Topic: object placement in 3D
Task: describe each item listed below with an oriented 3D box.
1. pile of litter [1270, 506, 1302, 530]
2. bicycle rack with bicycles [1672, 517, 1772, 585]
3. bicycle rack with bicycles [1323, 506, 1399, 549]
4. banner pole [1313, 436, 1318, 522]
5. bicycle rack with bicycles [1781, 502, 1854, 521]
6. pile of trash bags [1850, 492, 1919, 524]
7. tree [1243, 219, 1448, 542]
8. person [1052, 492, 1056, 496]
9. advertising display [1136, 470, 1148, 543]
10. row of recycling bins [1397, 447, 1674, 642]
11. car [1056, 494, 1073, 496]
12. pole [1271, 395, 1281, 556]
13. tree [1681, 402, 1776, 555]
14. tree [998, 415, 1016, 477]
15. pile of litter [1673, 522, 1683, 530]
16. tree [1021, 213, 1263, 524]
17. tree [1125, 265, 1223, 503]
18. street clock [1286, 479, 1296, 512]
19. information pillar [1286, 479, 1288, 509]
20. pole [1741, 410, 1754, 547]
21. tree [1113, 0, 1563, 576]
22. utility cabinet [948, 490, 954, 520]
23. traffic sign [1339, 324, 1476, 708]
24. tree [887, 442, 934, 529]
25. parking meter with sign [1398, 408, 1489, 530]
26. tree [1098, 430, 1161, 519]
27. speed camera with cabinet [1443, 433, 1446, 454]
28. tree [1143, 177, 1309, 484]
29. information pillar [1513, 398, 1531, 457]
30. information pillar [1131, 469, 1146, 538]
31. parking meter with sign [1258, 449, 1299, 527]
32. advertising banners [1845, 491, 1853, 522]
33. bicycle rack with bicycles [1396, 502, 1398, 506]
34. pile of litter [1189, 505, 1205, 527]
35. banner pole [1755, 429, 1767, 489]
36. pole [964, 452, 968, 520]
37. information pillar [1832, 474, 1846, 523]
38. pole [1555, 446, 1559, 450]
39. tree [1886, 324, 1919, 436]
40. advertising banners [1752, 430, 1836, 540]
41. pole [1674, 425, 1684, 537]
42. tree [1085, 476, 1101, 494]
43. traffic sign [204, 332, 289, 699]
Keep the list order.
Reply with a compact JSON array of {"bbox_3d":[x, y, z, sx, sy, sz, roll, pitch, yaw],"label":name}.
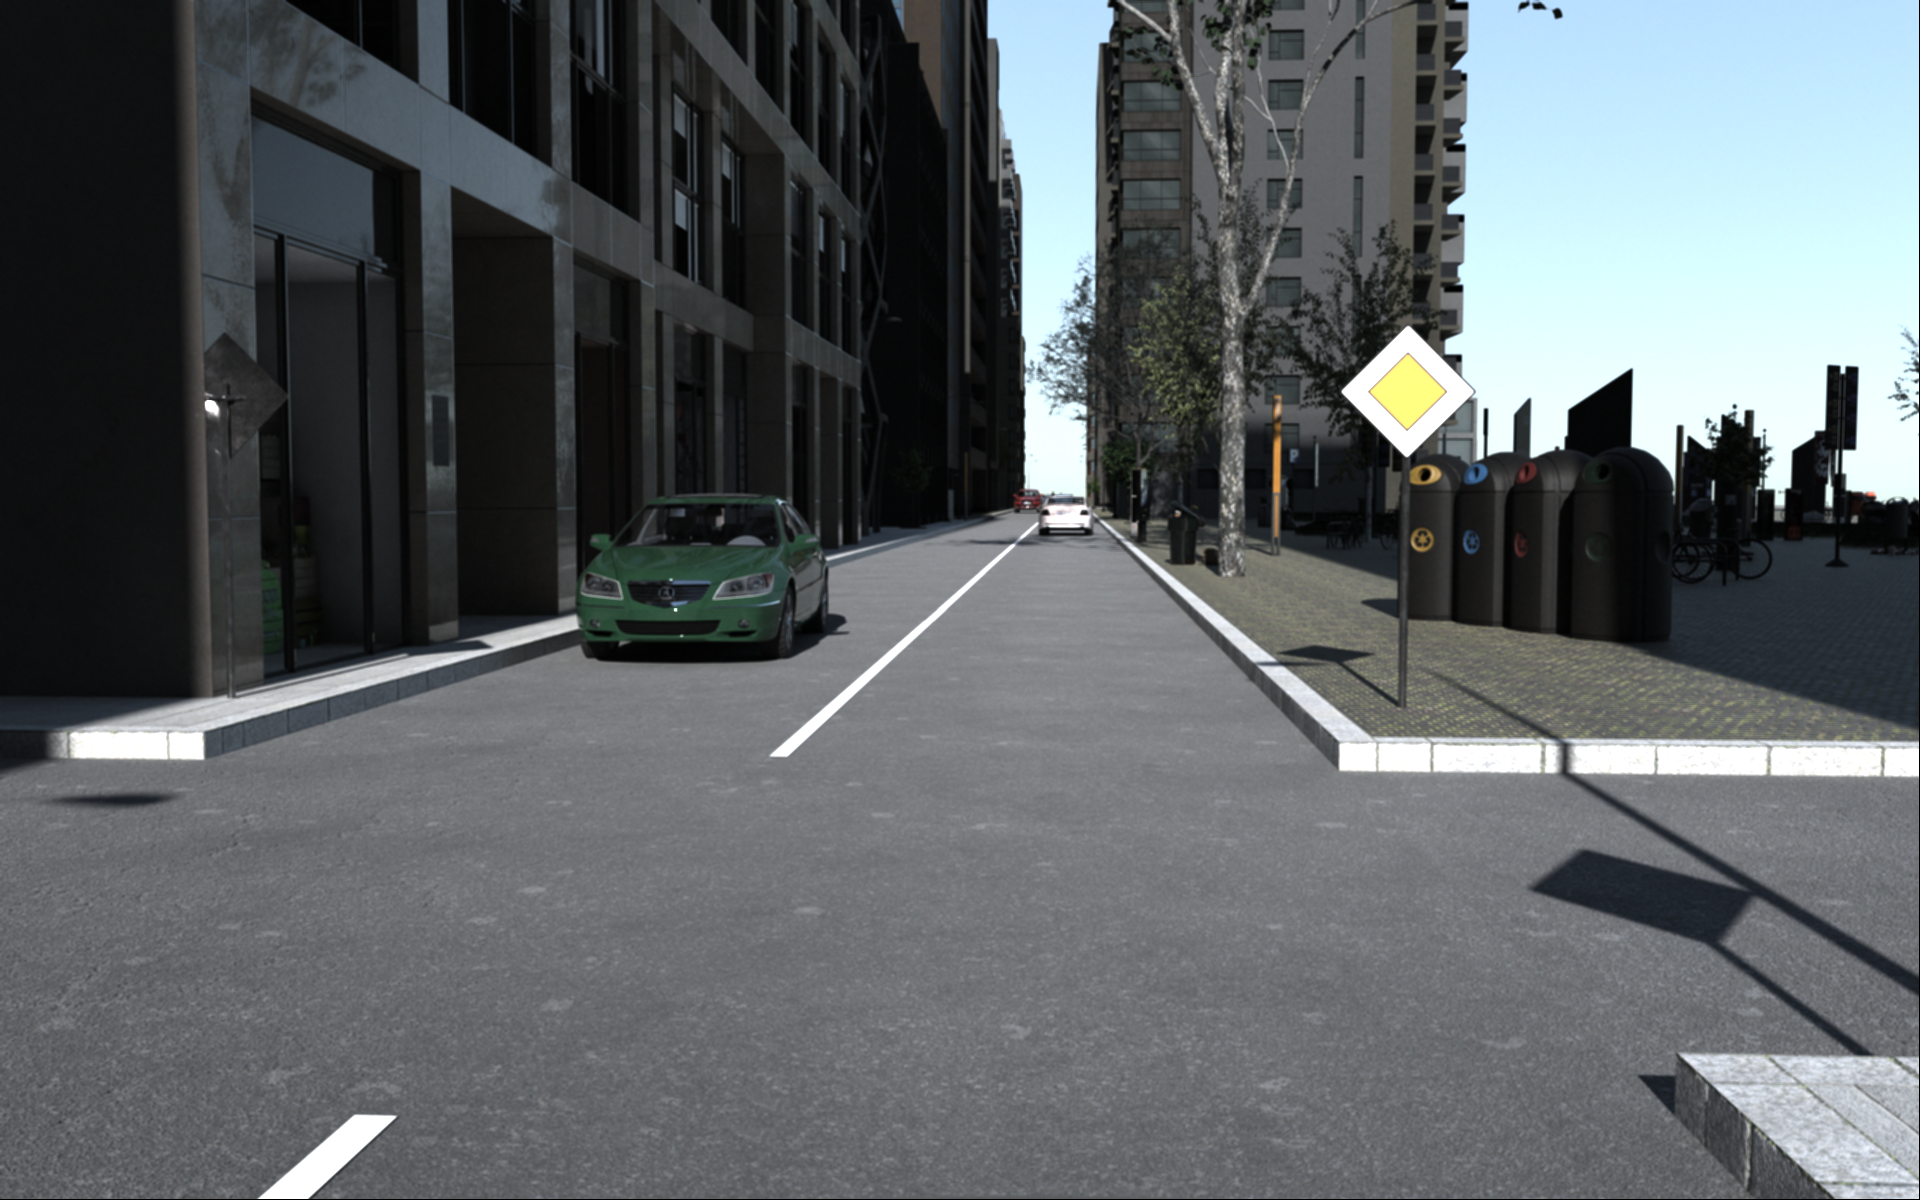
[{"bbox_3d":[11.756,-2.917,61.659,1.176,0.858,1.719,-1,4,-12],"label":"pile of litter"},{"bbox_3d":[10.338,-0.754,25.703,2.925,0.926,2.852,2,4,31],"label":"bicycle rack with bicycles"},{"bbox_3d":[9.678,-1.684,40.923,2.852,0.926,2.925,2,4,34],"label":"bicycle rack with bicycles"},{"bbox_3d":[15.329,-5.176,74.644,0.401,3.779,0.863,2,4,26],"label":"banner pole"},{"bbox_3d":[40.018,-4.146,81.170,2.925,0.926,2.852,3,5,40],"label":"bicycle rack with bicycles"},{"bbox_3d":[39.476,-3.949,74.320,1.912,1.369,3.447,1,4,10],"label":"pile of trash bags"},{"bbox_3d":[10.708,-5.861,46.188,4.737,8.622,4.395,0,3,0],"label":"tree"},{"bbox_3d":[13.030,-14.346,243.067,1.348,1.822,0.705,-2,4,-30],"label":"person"},{"bbox_3d":[4.827,-2.488,45.892,0.123,1.923,0.974,1,4,18],"label":"advertising display"},{"bbox_3d":[5.442,-0.582,16.629,1.069,1.692,3.534,-1,4,-20],"label":"row of recycling bins"},{"bbox_3d":[7.066,-6.564,117.109,2.009,1.686,4.222,0,4,4],"label":"car"},{"bbox_3d":[6.557,-2.573,35.906,0.158,3.312,0.155,0,3,0],"label":"pole"},{"bbox_3d":[16.385,-2.566,36.559,1.663,3.219,1.824,0,3,0],"label":"tree"},{"bbox_3d":[3.367,-12.931,161.788,4.737,8.622,4.395,0,3,0],"label":"tree"},{"bbox_3d":[24.345,-2.822,60.107,1.719,0.858,1.176,0,4,4],"label":"pile of litter"},{"bbox_3d":[7.873,-10.072,75.043,12.009,13.543,11.850,0,3,0],"label":"tree"},{"bbox_3d":[7.472,-6.511,56.812,4.737,8.622,4.395,0,3,0],"label":"tree"},{"bbox_3d":[15.744,-4.762,82.425,0.471,2.002,0.358,2,4,27],"label":"street clock"},{"bbox_3d":[15.526,-4.806,83.066,0.304,2.012,0.304,2,4,29],"label":"information pillar"},{"bbox_3d":[19.127,-2.949,42.059,0.158,3.312,0.155,0,3,0],"label":"pole"},{"bbox_3d":[3.390,-10.362,25.303,12.611,20.169,13.585,0,3,0],"label":"tree"},{"bbox_3d":[-0.643,-4.627,84.336,0.318,1.500,1.173,-1,4,-21],"label":"utility cabinet"},{"bbox_3d":[2.653,-0.410,10.342,0.795,2.450,0.064,0,4,4],"label":"traffic sign"},{"bbox_3d":[-1.671,-4.272,64.442,1.663,3.219,1.824,0,3,0],"label":"tree"},{"bbox_3d":[9.878,-2.396,35.431,1.738,3.016,0.543,1,4,18],"label":"parking meter with sign"},{"bbox_3d":[8.690,-6.416,88.614,4.285,4.588,4.351,0,3,0],"label":"tree"},{"bbox_3d":[16.223,-3.831,56.976,2.038,3.252,0.660,-2,4,-34],"label":"speed camera with cabinet"},{"bbox_3d":[6.283,-5.553,41.146,4.360,8.622,3.978,0,3,0],"label":"tree"},{"bbox_3d":[13.663,-3.105,42.120,0.504,3.616,0.183,-2,4,-26],"label":"information pillar"},{"bbox_3d":[5.163,-2.794,50.171,0.304,2.012,0.304,-2,4,-35],"label":"information pillar"},{"bbox_3d":[12.291,-4.337,67.178,0.543,3.016,1.738,-3,4,-36],"label":"parking meter with sign"},{"bbox_3d":[32.600,-4.155,64.119,0.090,3.025,2.074,0,4,6],"label":"advertising banners"},{"bbox_3d":[19.409,-3.734,74.440,2.925,0.926,2.852,0,4,-2],"label":"bicycle rack with bicycles"},{"bbox_3d":[8.915,-3.303,67.961,1.719,0.858,1.176,-2,4,-29],"label":"pile of litter"},{"bbox_3d":[30.731,-4.688,66.664,0.401,3.779,0.863,-2,4,-24],"label":"banner pole"},{"bbox_3d":[0.285,-5.537,84.365,0.158,3.312,0.155,0,3,0],"label":"pole"},{"bbox_3d":[31.445,-3.514,61.951,0.304,2.012,0.304,-2,4,-28],"label":"information pillar"},{"bbox_3d":[25.478,-4.902,73.988,0.158,3.312,0.155,0,3,0],"label":"pole"},{"bbox_3d":[34.200,-6.641,58.937,4.737,8.622,4.395,0,3,0],"label":"tree"},{"bbox_3d":[23.016,-3.158,47.817,2.074,3.025,0.090,0,4,7],"label":"advertising banners"},{"bbox_3d":[21.258,-3.509,51.207,0.158,3.312,0.155,0,3,0],"label":"pole"},{"bbox_3d":[13.278,-10.666,168.997,1.663,3.219,1.824,0,3,0],"label":"tree"},{"bbox_3d":[-4.575,-0.439,10.821,0.795,2.450,0.064,0,4,4],"label":"traffic sign"}]
